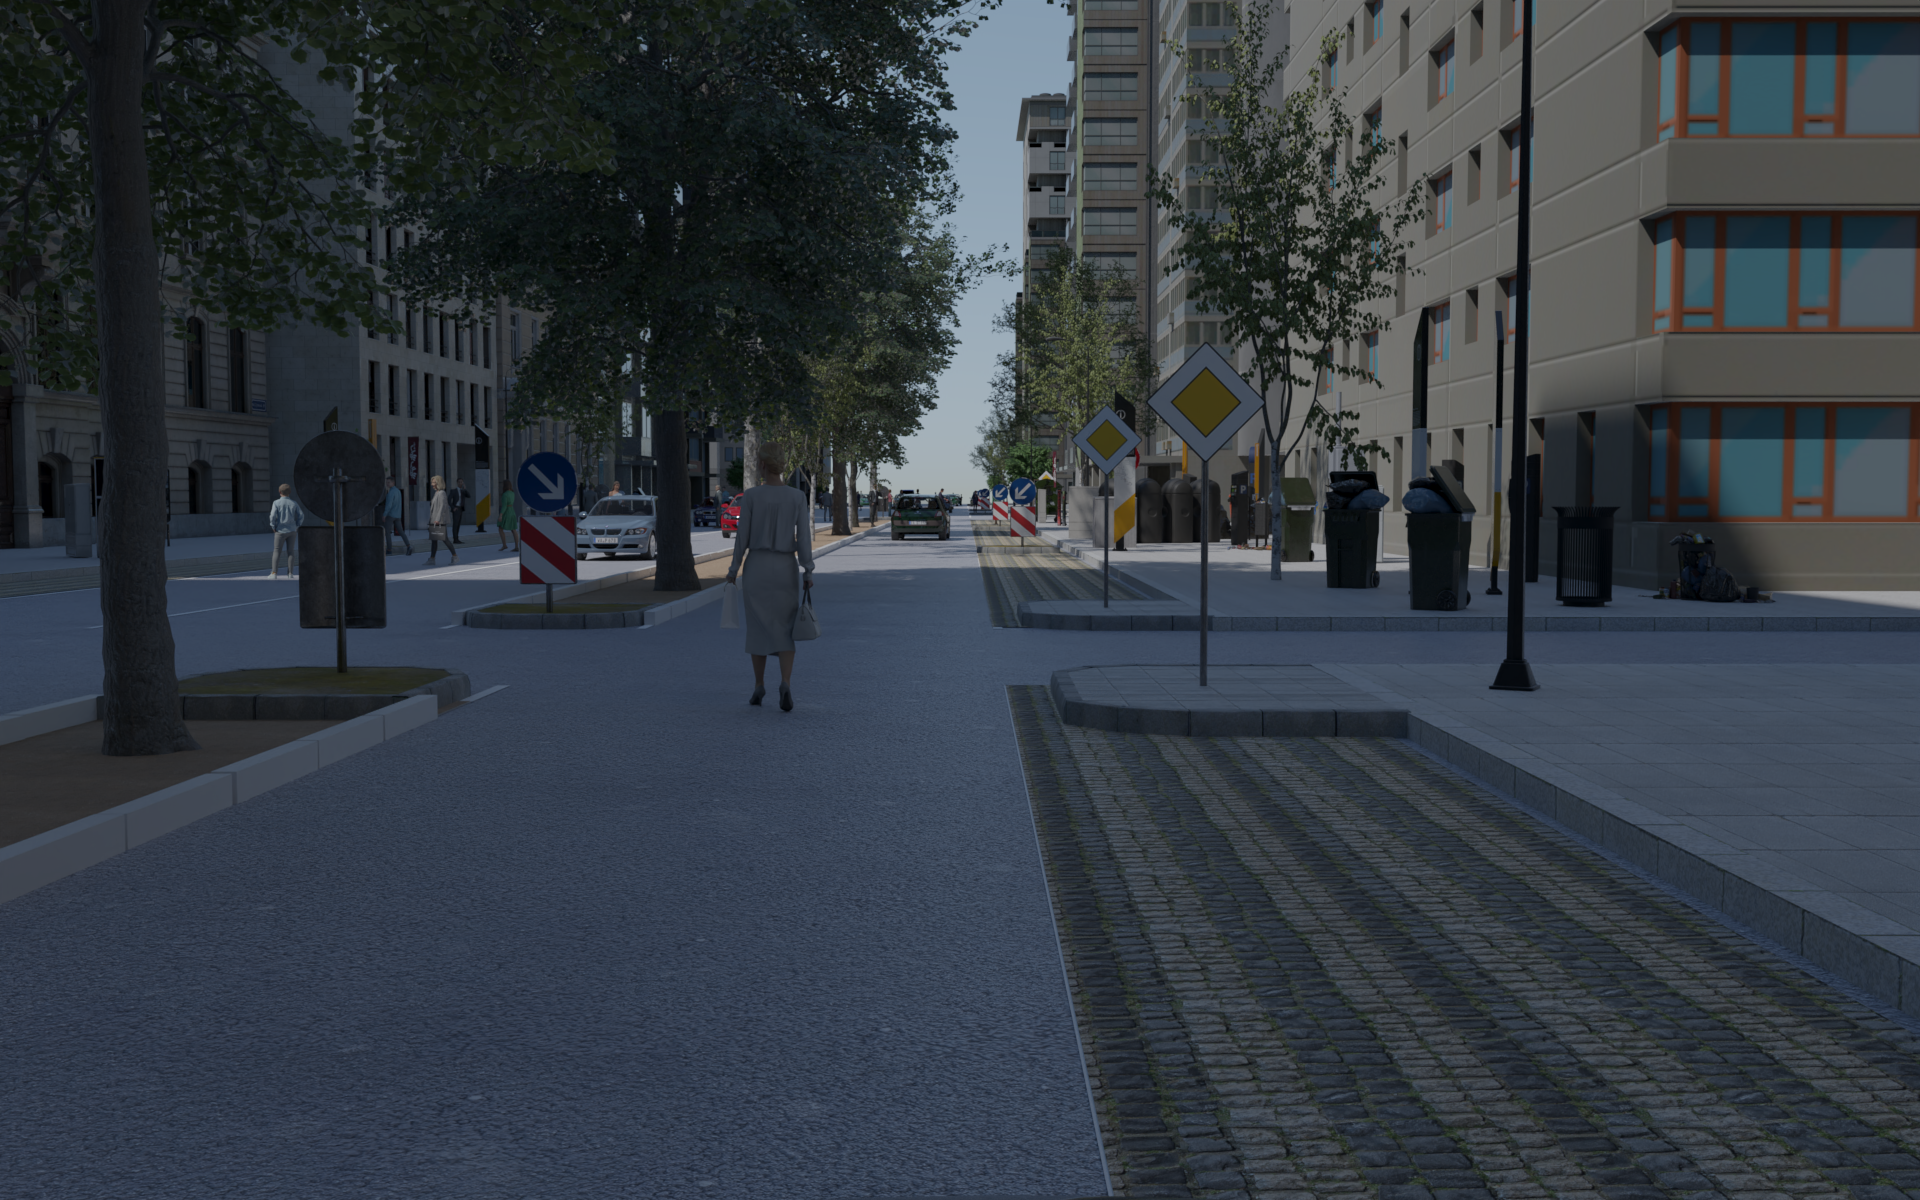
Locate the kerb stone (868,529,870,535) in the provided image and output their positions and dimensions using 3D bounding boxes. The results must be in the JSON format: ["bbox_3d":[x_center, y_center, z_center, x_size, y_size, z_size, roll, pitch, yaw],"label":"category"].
[{"bbox_3d":[-3.270,-2.271,59.332,0.120,0.150,1.000,0,4,0],"label":"kerb stone"}]

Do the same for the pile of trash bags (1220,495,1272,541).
[{"bbox_3d":[7.885,-2.418,49.287,1.912,1.369,3.447,0,4,5],"label":"pile of trash bags"}]

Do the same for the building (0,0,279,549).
[{"bbox_3d":[-27.647,-13.447,38.935,14.460,24.649,34.723,0,4,0],"label":"building"}]

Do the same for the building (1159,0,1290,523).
[{"bbox_3d":[22.377,-23.872,82.184,32.217,40.220,23.993,0,4,0],"label":"building"}]

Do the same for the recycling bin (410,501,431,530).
[{"bbox_3d":[-19.136,-3.008,61.734,0.722,1.027,0.722,-3,4,-38],"label":"recycling bin"}]

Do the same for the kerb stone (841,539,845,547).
[{"bbox_3d":[-3.292,-1.518,47.017,0.120,0.150,1.000,0,4,0],"label":"kerb stone"}]

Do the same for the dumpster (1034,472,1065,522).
[{"bbox_3d":[3.952,-4.641,78.372,1.502,2.255,1.985,0,4,0],"label":"dumpster"}]

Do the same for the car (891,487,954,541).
[{"bbox_3d":[-1.217,-2.741,54.598,2.009,1.686,4.222,0,4,2],"label":"car"}]

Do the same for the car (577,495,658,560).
[{"bbox_3d":[-7.454,-1.652,39.020,2.014,1.417,4.499,0,4,2],"label":"car"}]

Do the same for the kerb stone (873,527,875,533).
[{"bbox_3d":[-3.255,-2.459,62.401,0.120,0.150,1.000,0,4,0],"label":"kerb stone"}]

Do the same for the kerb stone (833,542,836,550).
[{"bbox_3d":[-3.308,-1.330,43.943,0.120,0.150,1.000,0,4,0],"label":"kerb stone"}]

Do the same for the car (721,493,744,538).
[{"bbox_3d":[-6.802,-2.979,57.746,2.155,1.783,4.494,0,4,2],"label":"car"}]

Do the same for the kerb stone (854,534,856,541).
[{"bbox_3d":[-3.288,-1.832,52.148,0.120,0.150,1.000,0,4,0],"label":"kerb stone"}]

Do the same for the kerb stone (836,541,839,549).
[{"bbox_3d":[-3.303,-1.390,44.965,0.120,0.150,1.000,0,4,0],"label":"kerb stone"}]

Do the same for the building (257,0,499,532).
[{"bbox_3d":[-25.002,-12.881,65.362,10.420,20.320,16.860,0,4,0],"label":"building"}]

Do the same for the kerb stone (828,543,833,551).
[{"bbox_3d":[-3.308,-1.268,42.921,0.120,0.150,1.000,0,4,0],"label":"kerb stone"}]

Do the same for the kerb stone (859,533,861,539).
[{"bbox_3d":[-3.276,-1.954,54.206,0.120,0.150,1.000,0,4,0],"label":"kerb stone"}]

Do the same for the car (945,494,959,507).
[{"bbox_3d":[-1.112,-11.487,199.612,2.131,1.459,4.920,0,4,-2],"label":"car"}]

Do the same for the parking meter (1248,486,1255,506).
[{"bbox_3d":[8.809,-2.717,52.829,0.372,1.533,0.369,0,3,0],"label":"parking meter"}]

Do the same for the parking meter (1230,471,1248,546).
[{"bbox_3d":[6.948,-2.286,43.090,0.399,1.863,0.255,-2,4,-30],"label":"parking meter"}]

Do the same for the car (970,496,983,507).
[{"bbox_3d":[2.044,-11.440,196.829,2.009,1.686,4.222,0,4,2],"label":"car"}]

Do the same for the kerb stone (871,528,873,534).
[{"bbox_3d":[-3.252,-2.388,61.379,0.120,0.150,1.000,0,4,0],"label":"kerb stone"}]

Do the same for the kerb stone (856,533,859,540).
[{"bbox_3d":[-3.278,-1.894,53.178,0.120,0.150,1.000,0,4,0],"label":"kerb stone"}]

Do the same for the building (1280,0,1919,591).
[{"bbox_3d":[23.689,-11.677,35.958,28.899,21.520,27.650,0,4,0],"label":"building"}]

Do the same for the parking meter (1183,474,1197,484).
[{"bbox_3d":[6.545,-2.667,49.317,0.255,1.863,0.399,-2,4,-31],"label":"parking meter"}]

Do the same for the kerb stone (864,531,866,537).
[{"bbox_3d":[-3.265,-2.136,57.272,0.120,0.150,1.000,0,4,0],"label":"kerb stone"}]

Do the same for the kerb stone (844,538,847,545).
[{"bbox_3d":[-3.298,-1.581,48.046,0.120,0.150,1.000,0,4,0],"label":"kerb stone"}]

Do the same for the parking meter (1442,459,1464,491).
[{"bbox_3d":[8.381,-1.454,29.483,0.255,1.863,0.399,3,5,42],"label":"parking meter"}]

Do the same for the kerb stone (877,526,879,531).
[{"bbox_3d":[-3.248,-2.647,65.467,0.120,0.150,1.000,0,4,0],"label":"kerb stone"}]

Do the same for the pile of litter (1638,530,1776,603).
[{"bbox_3d":[9.093,-0.435,21.082,1.176,0.858,1.719,-1,4,-14],"label":"pile of litter"}]

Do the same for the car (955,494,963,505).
[{"bbox_3d":[-0.693,-12.631,218.316,2.131,1.459,4.920,0,4,-1],"label":"car"}]

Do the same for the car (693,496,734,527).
[{"bbox_3d":[-10.784,-3.941,77.021,1.945,1.354,3.894,0,4,0],"label":"car"}]

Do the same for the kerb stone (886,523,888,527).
[{"bbox_3d":[-3.221,-3.085,72.643,0.120,0.150,1.000,0,4,0],"label":"kerb stone"}]

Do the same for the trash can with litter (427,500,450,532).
[{"bbox_3d":[-17.654,-2.888,58.610,0.624,1.170,1.055,0,4,-4],"label":"trash can with litter"}]

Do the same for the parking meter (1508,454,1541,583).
[{"bbox_3d":[8.212,-1.193,25.223,0.399,1.863,0.255,3,4,37],"label":"parking meter"}]

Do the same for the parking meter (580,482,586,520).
[{"bbox_3d":[-18.710,-4.929,86.306,0.399,1.863,0.255,-2,4,-34],"label":"parking meter"}]

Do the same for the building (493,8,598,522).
[{"bbox_3d":[-25.953,-18.252,84.331,13.634,28.700,20.117,0,4,0],"label":"building"}]

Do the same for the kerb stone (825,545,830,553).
[{"bbox_3d":[-3.313,-1.201,41.893,0.120,0.150,1.000,0,4,0],"label":"kerb stone"}]

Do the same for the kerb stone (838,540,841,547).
[{"bbox_3d":[-3.310,-1.455,45.987,0.120,0.150,1.000,0,4,0],"label":"kerb stone"}]

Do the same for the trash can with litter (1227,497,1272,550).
[{"bbox_3d":[6.931,-1.779,40.151,1.678,1.210,2.233,-1,4,-14],"label":"trash can with litter"}]

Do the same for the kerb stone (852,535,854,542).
[{"bbox_3d":[-3.285,-1.766,51.126,0.120,0.150,1.000,0,4,0],"label":"kerb stone"}]

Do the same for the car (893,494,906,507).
[{"bbox_3d":[-6.684,-11.351,195.380,2.009,1.686,4.222,0,4,-1],"label":"car"}]

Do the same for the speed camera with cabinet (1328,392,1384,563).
[{"bbox_3d":[7.526,-2.358,32.892,0.660,3.252,2.038,0,4,-1],"label":"speed camera with cabinet"}]

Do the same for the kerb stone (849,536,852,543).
[{"bbox_3d":[-3.293,-1.705,50.096,0.120,0.150,1.000,0,4,0],"label":"kerb stone"}]

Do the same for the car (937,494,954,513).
[{"bbox_3d":[-1.463,-7.379,132.649,2.014,1.417,4.499,0,4,1],"label":"car"}]

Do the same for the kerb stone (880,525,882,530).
[{"bbox_3d":[-3.232,-2.771,67.518,0.120,0.150,1.000,0,4,0],"label":"kerb stone"}]

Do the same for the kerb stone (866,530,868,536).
[{"bbox_3d":[-3.266,-2.208,58.303,0.120,0.150,1.000,0,4,0],"label":"kerb stone"}]

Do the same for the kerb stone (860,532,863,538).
[{"bbox_3d":[-3.267,-2.020,55.228,0.120,0.150,1.000,0,4,0],"label":"kerb stone"}]

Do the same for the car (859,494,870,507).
[{"bbox_3d":[-10.009,-10.775,187.967,2.131,1.459,4.920,0,4,1],"label":"car"}]

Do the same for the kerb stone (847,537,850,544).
[{"bbox_3d":[-3.290,-1.644,49.068,0.120,0.150,1.000,0,4,0],"label":"kerb stone"}]
